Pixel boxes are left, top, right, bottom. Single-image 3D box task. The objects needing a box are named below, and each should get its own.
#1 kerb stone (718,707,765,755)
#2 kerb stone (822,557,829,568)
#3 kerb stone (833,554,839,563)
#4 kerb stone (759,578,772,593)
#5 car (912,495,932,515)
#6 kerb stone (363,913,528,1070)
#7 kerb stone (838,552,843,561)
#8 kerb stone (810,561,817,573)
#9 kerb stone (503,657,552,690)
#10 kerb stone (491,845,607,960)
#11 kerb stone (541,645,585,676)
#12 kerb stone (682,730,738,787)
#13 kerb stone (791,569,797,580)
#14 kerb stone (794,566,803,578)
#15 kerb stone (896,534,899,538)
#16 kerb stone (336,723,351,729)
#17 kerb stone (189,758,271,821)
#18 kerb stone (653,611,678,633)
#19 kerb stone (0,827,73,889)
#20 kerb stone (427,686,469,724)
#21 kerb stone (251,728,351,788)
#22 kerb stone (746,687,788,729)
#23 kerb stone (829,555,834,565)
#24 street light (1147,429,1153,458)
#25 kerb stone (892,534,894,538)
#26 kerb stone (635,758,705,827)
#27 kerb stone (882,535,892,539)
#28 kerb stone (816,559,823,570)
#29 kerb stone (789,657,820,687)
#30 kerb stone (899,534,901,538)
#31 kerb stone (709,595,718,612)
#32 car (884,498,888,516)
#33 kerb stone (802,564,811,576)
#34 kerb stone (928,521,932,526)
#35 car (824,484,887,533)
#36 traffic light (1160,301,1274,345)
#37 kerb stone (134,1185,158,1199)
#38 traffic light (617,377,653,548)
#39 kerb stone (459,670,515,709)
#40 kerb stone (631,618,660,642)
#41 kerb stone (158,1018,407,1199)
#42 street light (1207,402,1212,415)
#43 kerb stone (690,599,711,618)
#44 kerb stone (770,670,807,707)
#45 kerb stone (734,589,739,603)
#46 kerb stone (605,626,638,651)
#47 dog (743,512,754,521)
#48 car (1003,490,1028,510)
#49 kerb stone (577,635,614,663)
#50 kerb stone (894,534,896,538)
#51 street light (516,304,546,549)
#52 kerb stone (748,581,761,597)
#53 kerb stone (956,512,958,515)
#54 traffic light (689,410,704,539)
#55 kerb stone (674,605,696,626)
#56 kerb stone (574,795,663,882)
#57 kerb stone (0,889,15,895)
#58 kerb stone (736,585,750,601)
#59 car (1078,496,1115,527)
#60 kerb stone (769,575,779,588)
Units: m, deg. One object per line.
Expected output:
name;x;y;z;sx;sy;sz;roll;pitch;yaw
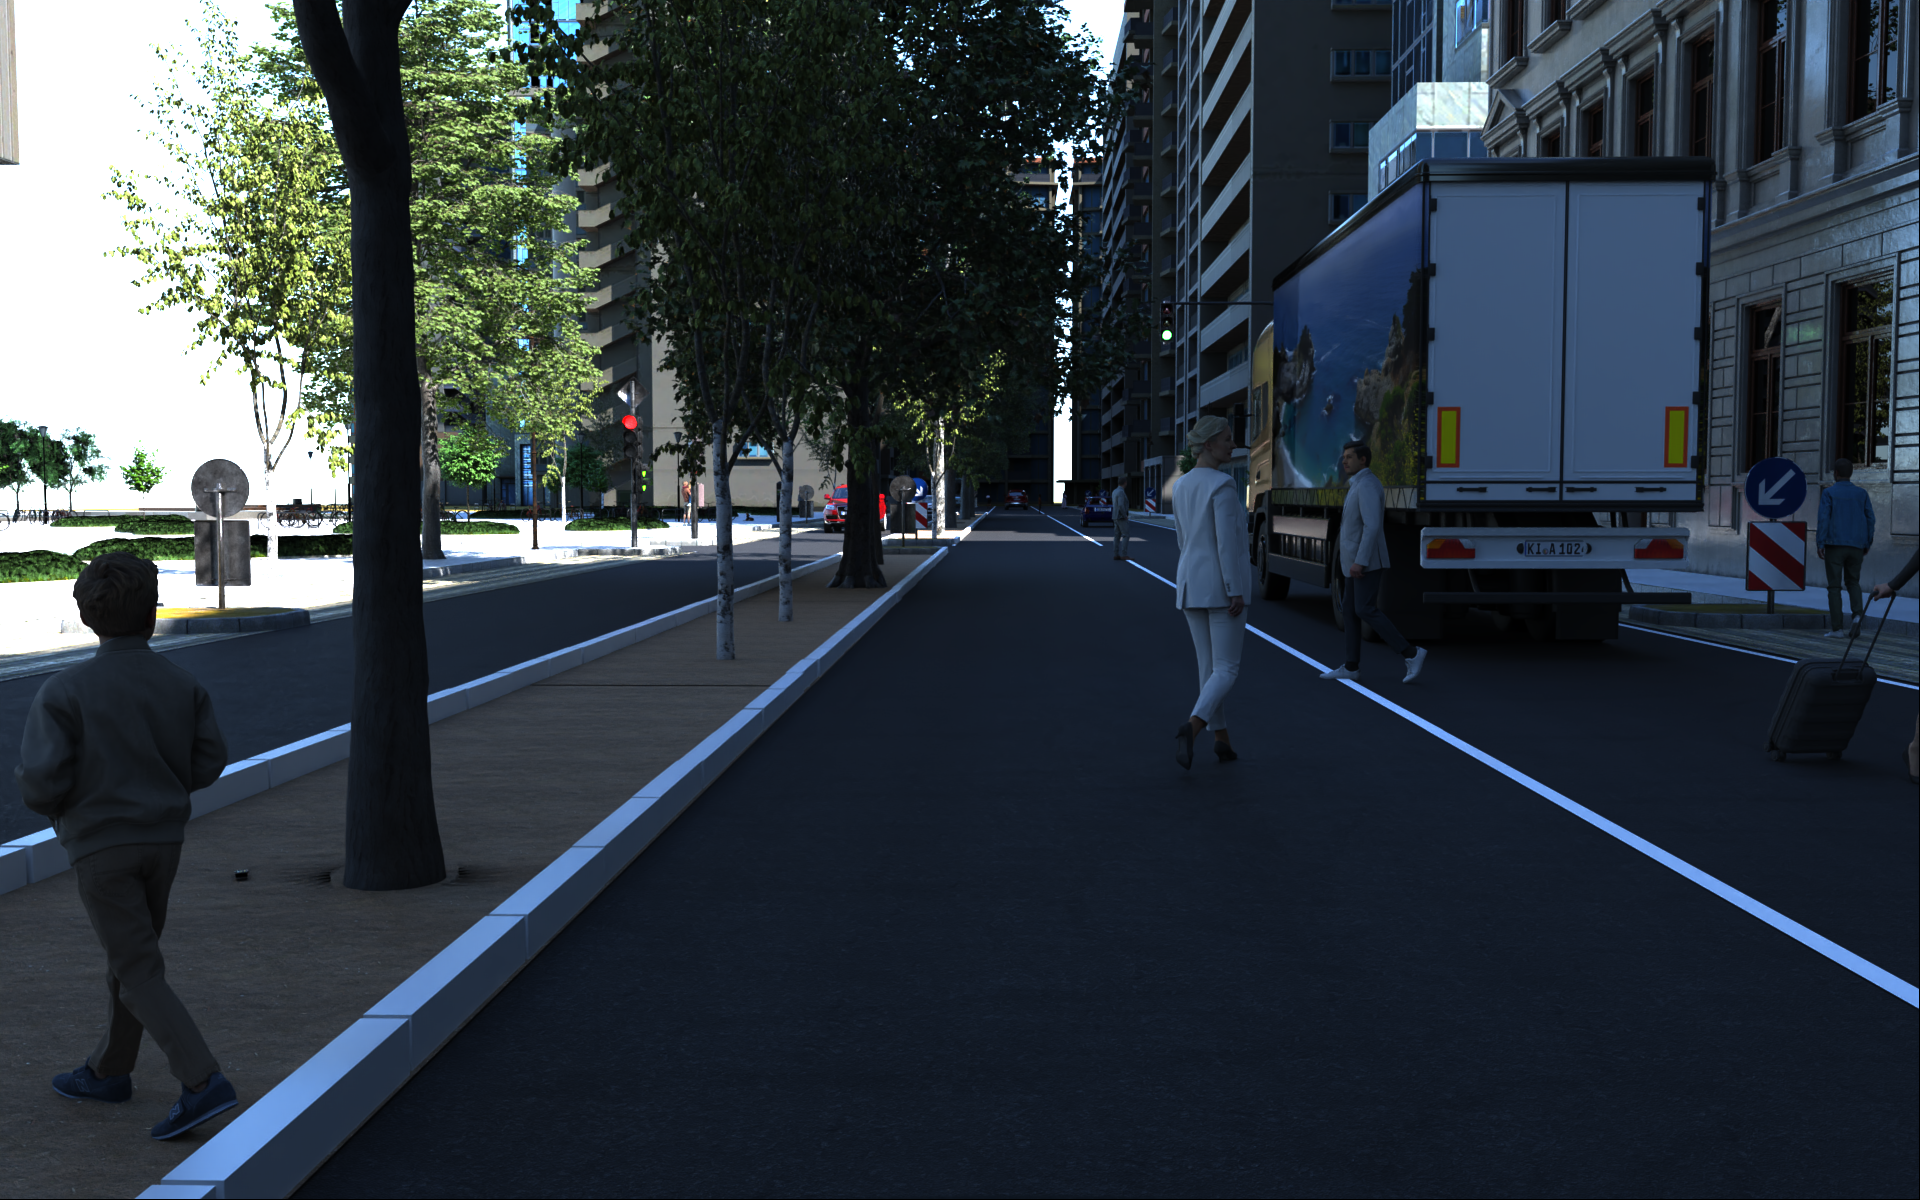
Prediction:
kerb stone;-1.257;0.761;9.880;0.120;0.150;1.000;0;4;2
kerb stone;-2.694;-0.690;33.479;0.120;0.150;1.000;0;4;2
kerb stone;-2.639;-0.811;35.524;0.120;0.150;1.000;0;4;2
kerb stone;-2.915;-0.188;25.263;0.120;0.150;1.000;0;4;2
car;-1.912;-5.756;106.479;2.083;1.381;4.827;0;4;1
kerb stone;-1.396;1.066;4.768;0.120;0.150;1.000;0;4;2
kerb stone;-2.611;-0.876;36.549;0.120;0.150;1.000;0;4;2
kerb stone;-2.753;-0.565;31.431;0.120;0.150;1.000;0;4;2
kerb stone;-3.269;0.564;12.970;0.120;0.150;1.000;0;4;2
kerb stone;-1.365;1.003;5.790;0.120;0.150;1.000;0;4;2
kerb stone;-3.237;0.501;13.998;0.120;0.150;1.000;0;4;2
kerb stone;-1.285;0.820;8.856;0.120;0.150;1.000;0;4;2
kerb stone;-2.837;-0.376;28.362;0.120;0.150;1.000;0;4;2
kerb stone;-2.819;-0.437;29.385;0.120;0.150;1.000;0;4;2
kerb stone;-2.104;-1.978;54.529;0.120;0.150;1.000;0;4;2
kerb stone;-3.357;0.752;9.901;0.120;0.150;1.000;0;4;2
kerb stone;-3.408;0.877;7.854;0.120;0.150;1.000;0;4;2
kerb stone;-3.124;0.251;18.095;0.120;0.150;1.000;0;4;2
kerb stone;-3.432;0.940;6.826;0.120;0.150;1.000;0;4;2
kerb stone;-3.329;0.689;10.925;0.120;0.150;1.000;0;4;2
kerb stone;-3.379;0.814;8.879;0.120;0.150;1.000;0;4;2
kerb stone;-1.224;0.693;10.906;0.120;0.150;1.000;0;4;2
kerb stone;-2.665;-0.753;34.502;0.120;0.150;1.000;0;4;2
street light;13.573;-9.227;123.655;0.468;5.910;1.993;0;4;2
kerb stone;-2.163;-1.851;52.484;0.120;0.150;1.000;0;4;2
kerb stone;-1.315;0.878;7.834;0.120;0.150;1.000;0;4;2
kerb stone;-2.188;-1.786;51.462;0.120;0.150;1.000;0;4;2
kerb stone;-2.726;-0.618;32.458;0.120;0.150;1.000;0;4;2
kerb stone;-1.179;0.566;12.949;0.120;0.150;1.000;0;4;2
kerb stone;-2.076;-2.040;55.551;0.120;0.150;1.000;0;4;2
kerb stone;-3.040;0.066;21.165;0.120;0.150;1.000;0;4;2
car;-5.674;-6.336;113.387;2.009;1.686;4.222;0;4;0
kerb stone;-2.786;-0.502;30.410;0.120;0.150;1.000;0;4;2
kerb stone;-1.333;-3.667;82.155;0.120;0.150;1.000;0;4;2
car;-3.924;-3.463;65.297;2.281;1.827;5.304;0;4;2
traffic light;7.070;-4.050;40.882;4.771;5.953;1.251;0;4;2
kerb stone;-1.454;1.191;2.719;0.120;0.150;1.000;0;4;2
traffic light;-7.791;-3.211;41.422;0.839;4.253;0.868;0;4;2
kerb stone;-3.293;0.630;11.948;0.120;0.150;1.000;0;4;2
kerb stone;-3.146;0.315;17.073;0.120;0.150;1.000;0;4;2
kerb stone;-1.421;1.129;3.741;0.120;0.150;1.000;0;4;2
street light;12.465;-6.966;86.679;0.468;5.910;1.993;0;4;2
kerb stone;-3.075;0.126;20.144;0.120;0.150;1.000;0;4;2
kerb stone;-1.193;0.628;11.927;0.120;0.150;1.000;0;4;2
kerb stone;-3.008;0.000;22.188;0.120;0.150;1.000;0;4;2
kerb stone;-3.177;0.376;16.052;0.120;0.150;1.000;0;4;2
dog;-10.038;-3.941;82.166;0.550;0.427;0.748;0;4;-7
car;5.107;-9.097;157.409;2.281;1.827;5.304;0;3;0
kerb stone;-3.200;0.439;15.019;0.120;0.150;1.000;0;4;2
kerb stone;-2.134;-1.915;53.507;0.120;0.150;1.000;0;4;2
street light;-9.856;-4.112;40.021;0.468;5.910;1.993;0;4;2
kerb stone;-2.954;-0.123;24.235;0.120;0.150;1.000;0;4;2
kerb stone;-0.188;-6.175;123.162;0.120;0.150;1.000;0;4;2
traffic light;-5.474;-4.570;49.381;4.771;5.953;1.251;0;4;2
kerb stone;-3.091;0.188;19.118;0.120;0.150;1.000;0;4;2
kerb stone;-1.340;0.941;6.812;0.120;0.150;1.000;0;4;2
kerb stone;-3.472;1.006;5.805;0.120;0.150;1.000;0;4;2
kerb stone;-2.987;-0.062;23.213;0.120;0.150;1.000;0;4;2
car;6.181;-3.876;75.953;1.945;1.354;3.894;0;4;2
kerb stone;-2.892;-0.248;26.299;0.120;0.150;1.000;0;4;2
